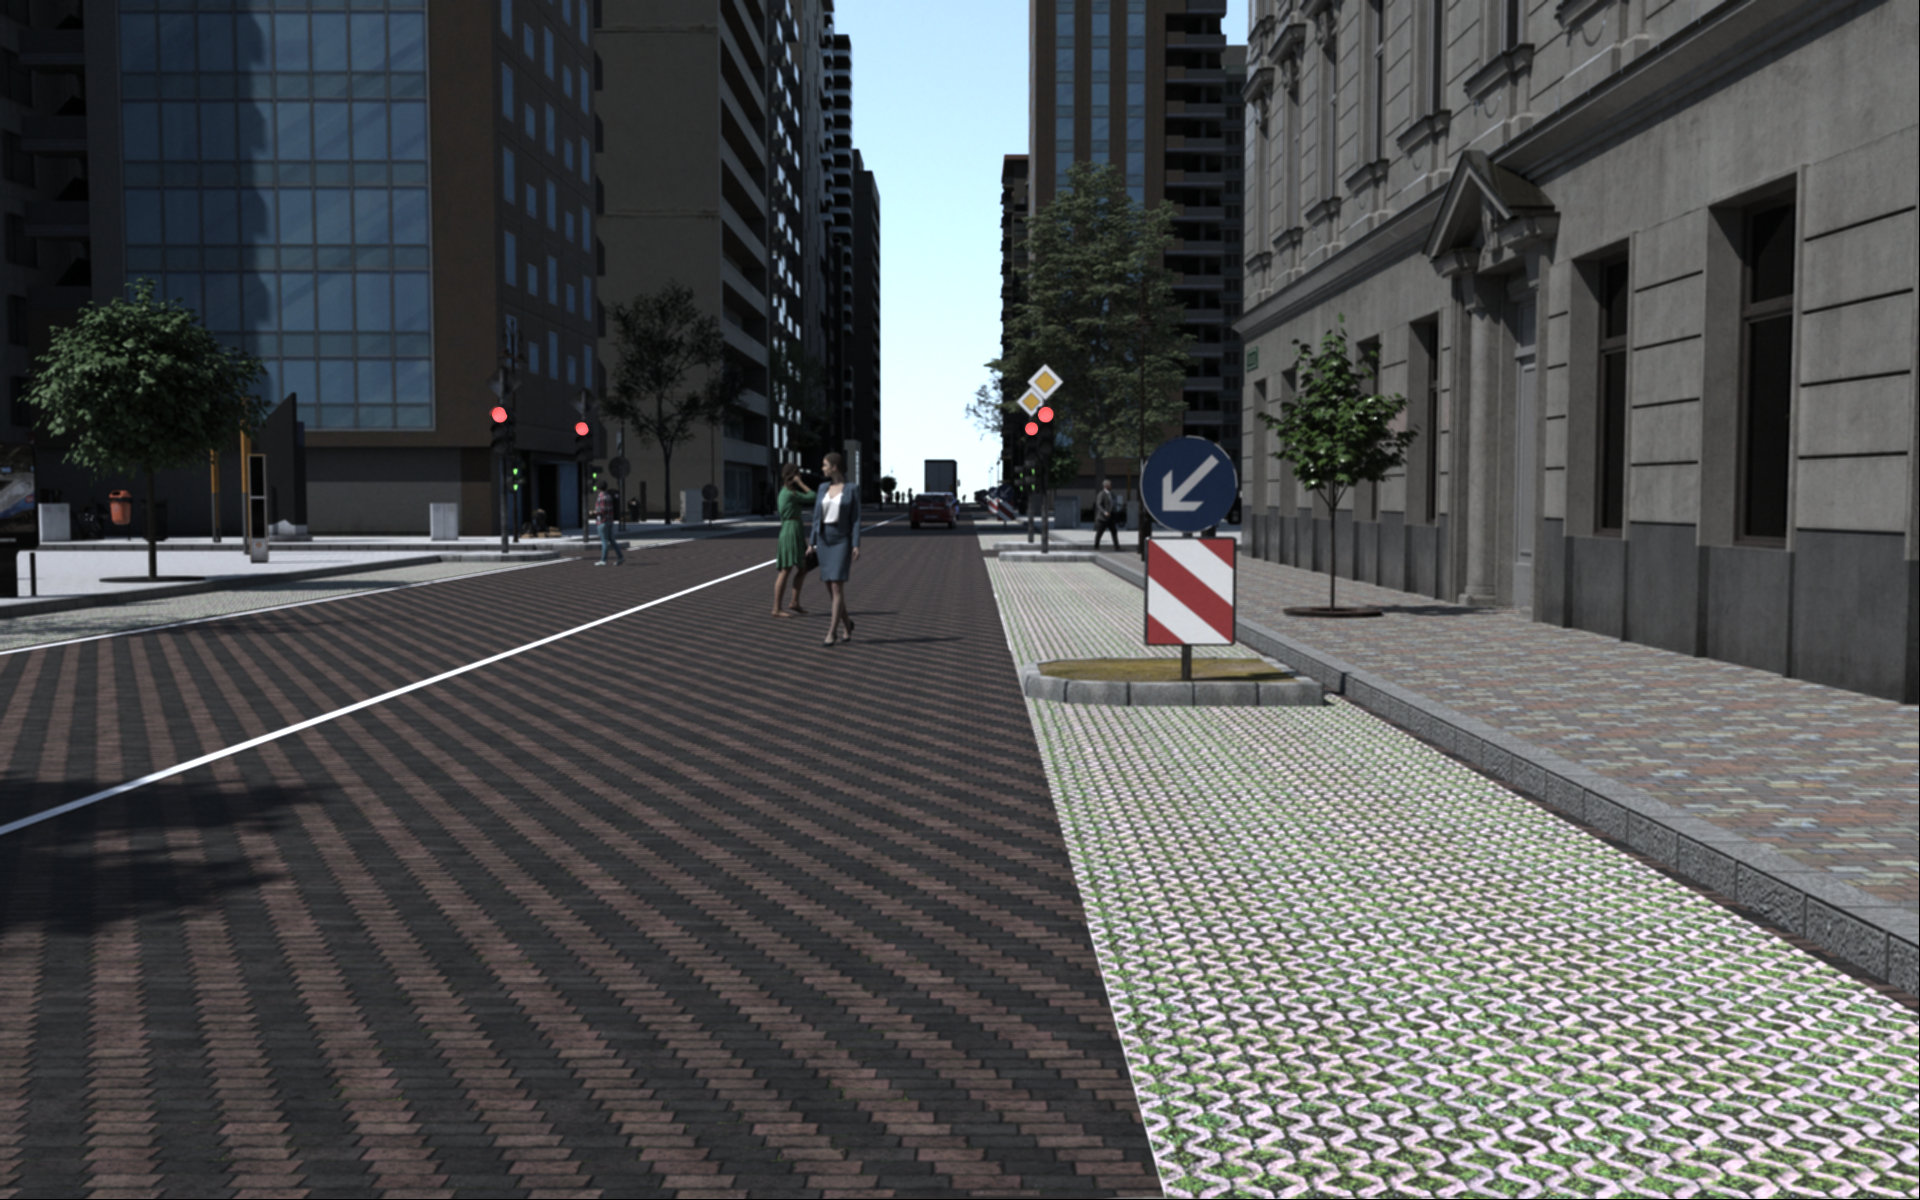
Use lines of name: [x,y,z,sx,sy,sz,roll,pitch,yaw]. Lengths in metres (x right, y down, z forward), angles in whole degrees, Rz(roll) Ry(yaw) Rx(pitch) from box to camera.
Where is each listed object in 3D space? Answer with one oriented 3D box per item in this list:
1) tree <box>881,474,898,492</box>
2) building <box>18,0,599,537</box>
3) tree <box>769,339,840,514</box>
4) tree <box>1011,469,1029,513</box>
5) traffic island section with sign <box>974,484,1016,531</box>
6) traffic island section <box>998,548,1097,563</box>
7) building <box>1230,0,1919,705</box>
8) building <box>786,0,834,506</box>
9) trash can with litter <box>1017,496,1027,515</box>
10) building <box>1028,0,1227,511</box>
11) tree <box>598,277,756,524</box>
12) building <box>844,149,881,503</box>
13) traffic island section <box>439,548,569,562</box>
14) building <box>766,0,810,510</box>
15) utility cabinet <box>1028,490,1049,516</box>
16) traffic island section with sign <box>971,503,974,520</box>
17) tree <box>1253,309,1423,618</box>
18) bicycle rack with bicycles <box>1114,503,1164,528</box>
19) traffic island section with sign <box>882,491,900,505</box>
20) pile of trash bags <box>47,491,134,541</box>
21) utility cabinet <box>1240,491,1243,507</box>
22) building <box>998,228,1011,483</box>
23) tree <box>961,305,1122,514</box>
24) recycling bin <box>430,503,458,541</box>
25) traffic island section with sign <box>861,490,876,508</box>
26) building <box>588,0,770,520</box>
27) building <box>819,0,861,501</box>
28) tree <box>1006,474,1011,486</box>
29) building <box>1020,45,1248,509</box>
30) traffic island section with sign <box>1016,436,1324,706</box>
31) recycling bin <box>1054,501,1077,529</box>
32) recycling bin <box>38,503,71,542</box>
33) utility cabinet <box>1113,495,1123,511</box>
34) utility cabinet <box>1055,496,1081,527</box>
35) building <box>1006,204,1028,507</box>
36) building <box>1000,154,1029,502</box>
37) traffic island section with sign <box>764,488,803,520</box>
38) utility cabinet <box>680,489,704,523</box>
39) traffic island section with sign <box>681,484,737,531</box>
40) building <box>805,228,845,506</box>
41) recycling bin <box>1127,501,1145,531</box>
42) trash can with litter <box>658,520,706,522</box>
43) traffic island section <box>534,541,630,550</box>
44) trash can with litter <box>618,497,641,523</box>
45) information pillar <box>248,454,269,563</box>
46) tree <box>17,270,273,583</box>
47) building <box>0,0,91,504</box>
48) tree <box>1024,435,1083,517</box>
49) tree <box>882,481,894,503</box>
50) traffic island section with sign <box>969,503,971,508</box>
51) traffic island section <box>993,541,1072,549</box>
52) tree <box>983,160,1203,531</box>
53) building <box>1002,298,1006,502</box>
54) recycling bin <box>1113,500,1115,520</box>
tree: [-11.500,-17.809,274.887,4.285,4.588,4.351,0,3,0]
building: [-20.630,-24.917,57.503,14.600,45.320,14.200,0,4,0]
tree: [-11.633,-11.395,112.060,9.928,11.665,9.643,0,3,0]
tree: [4.721,-7.629,119.337,1.663,3.219,1.824,0,3,0]
traffic island section with sign: [1.630,-3.577,67.119,1.989,1.847,2.006,0,4,0]
traffic island section: [1.858,-0.932,37.518,2.009,0.180,2.903,0,4,0]
building: [13.681,-14.521,13.840,17.030,29.872,44.131,0,4,0]
building: [-27.024,-35.154,164.009,28.713,52.752,27.495,0,4,0]
trash can with litter: [3.812,-5.811,106.391,0.624,1.170,1.055,0,4,2]
building: [12.480,-29.645,134.813,14.600,45.320,14.200,0,4,0]
tree: [-12.257,-8.520,73.707,8.767,10.594,7.601,2,4,26]
building: [-22.474,-38.075,246.228,21.300,48.544,21.600,0,4,0]
traffic island section: [-9.883,-0.935,37.564,2.009,0.180,2.903,0,4,0]
building: [-24.425,-31.532,135.155,23.786,49.044,30.456,0,4,0]
utility cabinet: [4.518,-5.581,99.932,1.173,1.500,0.318,1,4,18]
traffic island section with sign: [1.729,-5.265,94.710,1.989,1.847,2.006,0,4,0]
tree: [3.962,-1.445,18.220,1.663,3.219,1.824,0,3,0]
bicycle rack with bicycles: [6.730,-3.225,66.106,2.852,0.926,2.925,3,5,45]
traffic island section with sign: [-9.229,-13.364,227.133,1.989,1.847,2.006,0,4,0]
pile of trash bags: [-24.358,-2.341,48.028,3.447,1.369,1.912,1,4,18]
utility cabinet: [19.510,-6.732,118.747,0.318,1.500,1.173,2,4,31]
building: [17.675,-39.425,264.210,23.786,49.044,30.456,0,4,0]
tree: [5.354,-12.204,109.899,12.009,13.543,11.850,0,3,0]
recycling bin: [-14.235,-2.156,47.804,0.722,1.027,0.722,-1,4,-17]
traffic island section with sign: [-9.409,-10.001,172.151,1.989,1.847,2.006,0,4,0]
building: [-22.438,-28.834,95.130,21.300,48.544,21.600,0,4,0]
building: [-23.487,-55.422,218.822,22.319,86.520,31.000,0,4,0]
tree: [4.081,-8.605,135.300,1.663,3.219,1.824,0,3,0]
building: [21.651,-28.286,154.354,32.217,40.220,23.993,0,4,0]
traffic island section with sign: [1.454,-0.240,12.555,1.989,1.847,2.006,0,4,0]
recycling bin: [3.935,-3.185,64.625,0.722,1.027,0.722,1,4,14]
recycling bin: [-24.337,-2.073,46.440,0.722,1.027,0.722,-3,5,-40]
utility cabinet: [10.530,-6.381,115.494,0.306,1.237,1.020,2,4,27]
utility cabinet: [4.238,-3.480,68.062,1.020,1.237,0.306,2,4,34]
building: [12.211,-24.632,174.433,14.160,30.474,14.107,0,4,0]
building: [16.248,-34.568,219.816,22.147,44.769,28.867,0,4,0]
traffic island section with sign: [-9.686,-5.308,95.409,1.989,1.847,2.006,0,4,0]
utility cabinet: [-11.749,-4.115,75.961,0.318,1.500,1.173,2,4,34]
traffic island section with sign: [-9.782,-3.617,67.771,1.989,1.847,2.006,0,4,0]
building: [-19.944,-25.381,186.677,14.160,30.474,14.107,0,4,0]
recycling bin: [6.282,-2.976,61.210,0.722,1.027,0.722,1,4,10]
trash can with litter: [-12.775,-4.207,79.847,2.233,1.210,1.678,1,4,10]
traffic island section: [-9.856,-1.423,45.549,2.009,0.180,2.903,0,4,0]
trash can with litter: [-14.630,-3.989,76.601,1.055,1.170,0.624,2,4,24]
information pillar: [-13.068,-1.698,32.262,0.304,2.012,0.304,-1,4,-17]
tree: [-12.098,-2.564,25.642,4.285,4.588,4.351,0,3,0]
building: [-36.255,-22.557,52.399,14.086,41.232,14.154,0,4,0]
tree: [5.250,-6.939,97.171,4.285,4.588,4.351,0,3,0]
tree: [-11.220,-16.476,263.988,1.663,3.219,1.824,0,3,0]
traffic island section with sign: [1.905,-8.375,145.560,1.989,1.847,2.006,0,4,0]
traffic island section: [1.886,-1.420,45.503,2.009,0.180,2.903,0,4,0]
tree: [4.604,-8.671,59.900,7.486,12.596,7.792,0,3,0]
building: [12.940,-28.798,242.553,14.160,30.474,14.107,0,4,0]
recycling bin: [6.306,-3.809,74.826,0.722,1.027,0.722,0,4,7]
